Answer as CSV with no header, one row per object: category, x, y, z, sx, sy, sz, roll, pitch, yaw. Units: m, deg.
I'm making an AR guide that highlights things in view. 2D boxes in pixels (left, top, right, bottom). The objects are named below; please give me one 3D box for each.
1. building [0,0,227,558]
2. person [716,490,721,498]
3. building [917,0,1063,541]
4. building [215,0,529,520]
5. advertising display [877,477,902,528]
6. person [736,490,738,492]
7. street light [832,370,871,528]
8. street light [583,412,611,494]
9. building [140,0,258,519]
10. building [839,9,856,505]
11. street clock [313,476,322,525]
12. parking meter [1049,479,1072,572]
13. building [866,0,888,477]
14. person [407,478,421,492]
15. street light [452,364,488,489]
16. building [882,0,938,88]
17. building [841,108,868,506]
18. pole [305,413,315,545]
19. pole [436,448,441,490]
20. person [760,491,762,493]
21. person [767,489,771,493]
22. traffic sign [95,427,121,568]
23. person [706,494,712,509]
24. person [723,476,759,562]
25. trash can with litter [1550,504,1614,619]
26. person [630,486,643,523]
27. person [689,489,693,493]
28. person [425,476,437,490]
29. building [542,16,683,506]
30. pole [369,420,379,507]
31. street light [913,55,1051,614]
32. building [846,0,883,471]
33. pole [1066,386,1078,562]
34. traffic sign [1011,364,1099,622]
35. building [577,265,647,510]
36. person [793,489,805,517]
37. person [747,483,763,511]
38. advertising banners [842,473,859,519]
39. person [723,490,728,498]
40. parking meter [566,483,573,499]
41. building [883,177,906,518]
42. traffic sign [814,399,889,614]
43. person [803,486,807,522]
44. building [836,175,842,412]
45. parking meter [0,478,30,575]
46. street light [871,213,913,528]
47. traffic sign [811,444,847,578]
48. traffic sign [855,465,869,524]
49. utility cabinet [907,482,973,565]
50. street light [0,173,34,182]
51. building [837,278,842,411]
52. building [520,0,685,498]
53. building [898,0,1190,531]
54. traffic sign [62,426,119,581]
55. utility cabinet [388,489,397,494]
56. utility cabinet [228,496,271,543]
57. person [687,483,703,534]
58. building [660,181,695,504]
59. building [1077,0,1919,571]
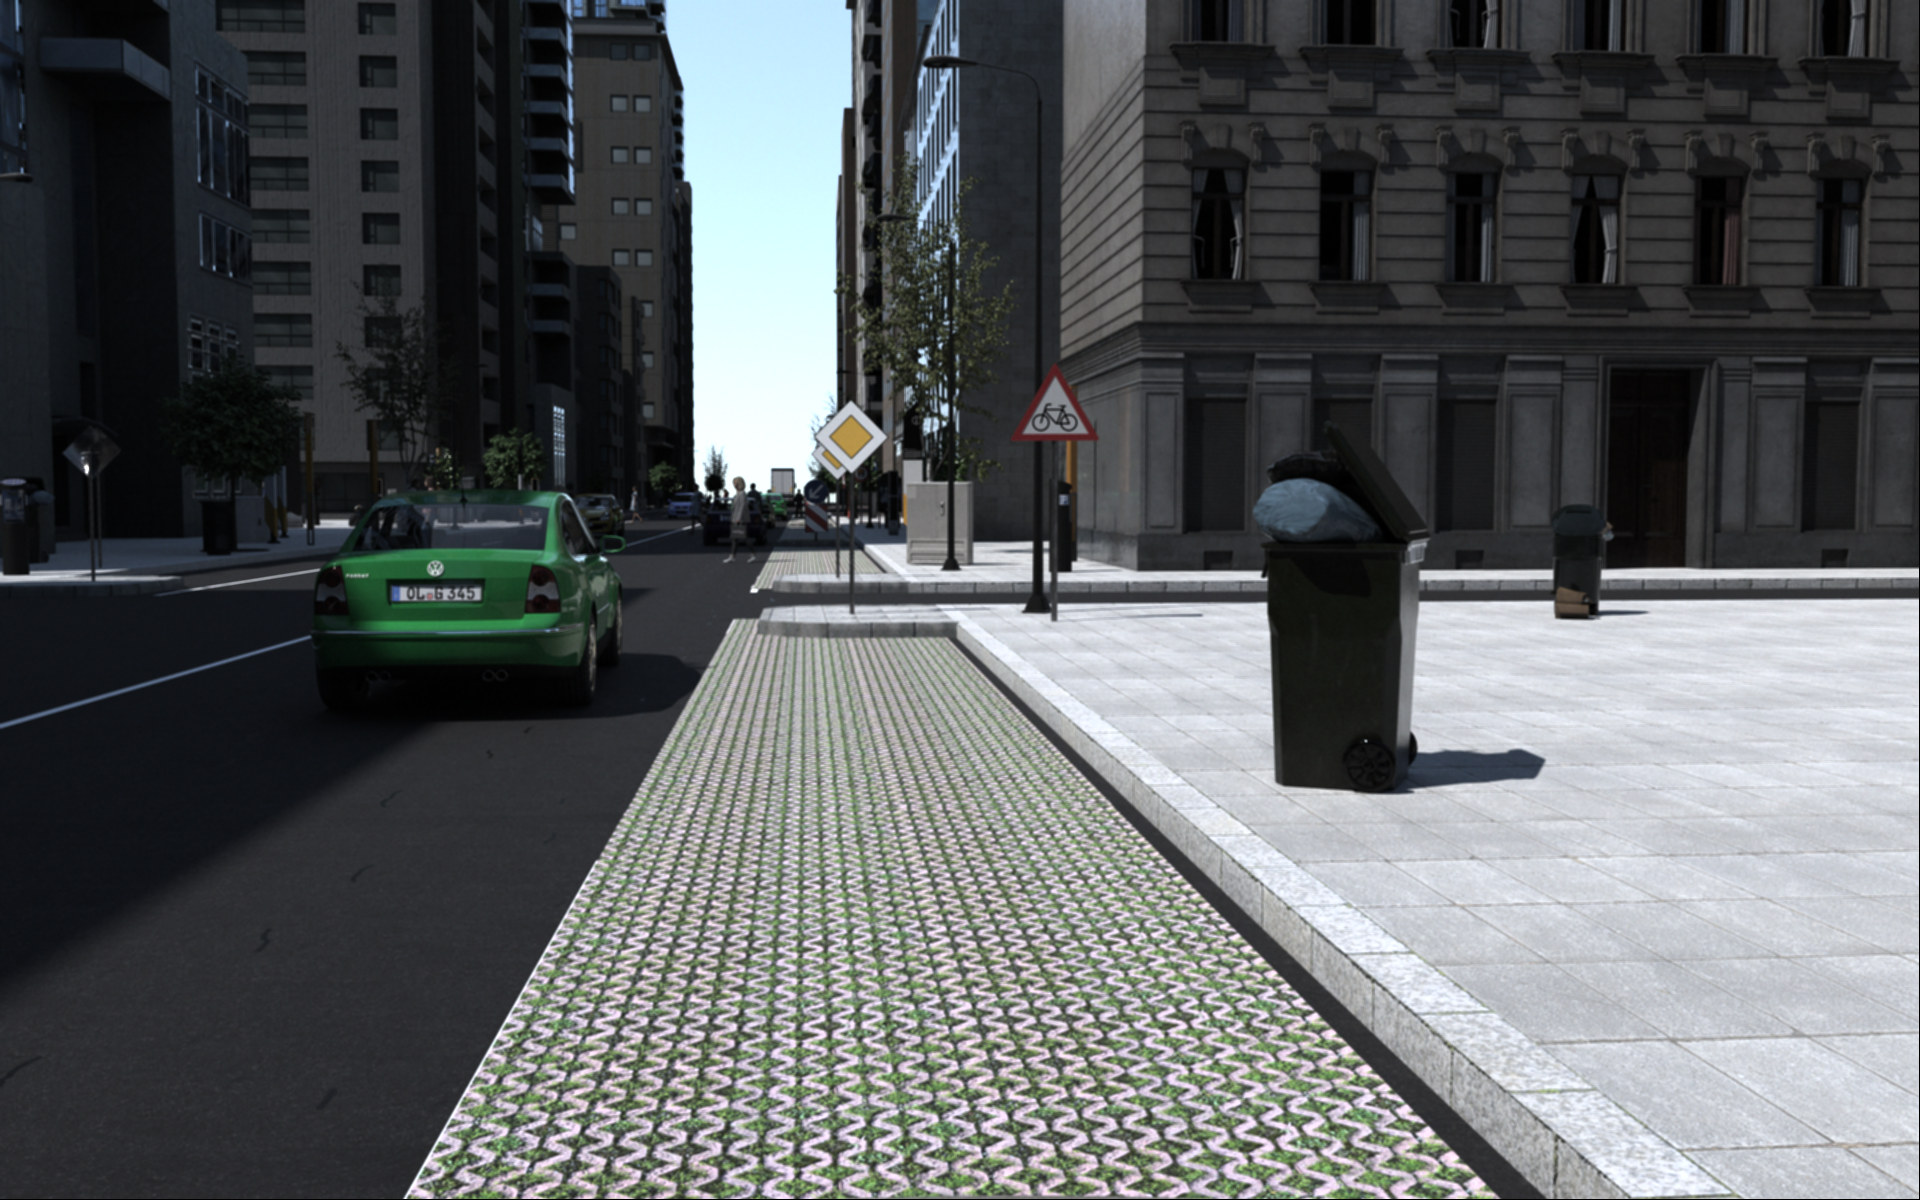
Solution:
building,-30.959,-44.393,38.501,22.319,86.520,31.000,0,4,-5
person,-17.856,-7.243,127.837,0.530,1.710,0.541,-1,4,-19
building,4.389,-12.283,55.572,10.420,20.320,16.860,0,4,-5
building,-31.114,-19.552,91.376,14.160,30.474,14.107,0,4,-5
advertising display,-2.638,-3.645,64.817,0.974,1.923,0.123,-2,4,-31
person,-12.111,-5.226,94.345,0.834,1.777,0.661,0,4,8
street light,-3.940,-5.663,65.125,1.470,5.913,1.316,0,4,-5
street light,-20.743,-7.673,97.994,1.470,5.913,1.316,0,4,-5
building,-36.282,-48.952,113.031,22.319,86.520,31.000,0,4,-5
building,-5.043,-47.469,214.362,20.563,71.187,20.611,0,4,-5
street clock,-26.329,-4.052,70.815,0.358,2.002,0.471,1,4,16
parking meter,1.652,-1.226,28.457,0.372,1.533,0.369,0,3,0
building,4.075,-29.326,134.111,22.147,44.769,28.867,0,4,-5
person,-14.339,-2.260,45.301,0.795,1.843,0.661,1,4,15
street light,-17.506,-5.457,61.760,1.470,5.913,1.316,0,4,-5
building,2.156,-28.271,112.344,14.600,45.320,14.200,0,4,-5
building,-6.395,-33.485,197.589,14.600,45.320,14.200,0,4,-5
pole,-16.302,-3.032,43.414,0.158,3.312,0.155,0,3,0
pole,-23.147,-5.086,77.001,0.158,3.312,0.155,0,3,0
person,-22.583,-11.468,196.710,1.217,1.736,0.721,0,4,1
person,-11.964,-6.133,109.570,0.721,1.735,1.217,0,4,8
traffic sign,-14.953,-1.766,30.064,0.795,2.450,0.064,0,4,-1
person,-20.804,-8.077,143.740,0.799,1.438,0.628,2,4,32
person,-4.574,-1.686,36.257,0.728,1.800,0.709,-1,4,-18
trash can with litter,6.502,-0.411,18.110,0.624,1.170,1.055,1,4,20
person,-15.718,-4.622,84.158,0.778,1.811,0.616,1,4,23
person,-16.941,-6.159,109.913,0.721,1.735,1.217,0,4,-4
person,-11.491,-1.771,37.465,0.388,1.821,0.555,-2,4,-30
building,-46.504,-37.155,196.727,28.713,52.752,27.495,0,4,-5
pole,-16.247,-3.315,48.037,0.158,3.312,0.155,0,3,0
street light,0.305,-2.814,18.550,1.470,5.913,1.316,0,4,-5
building,4.095,-35.038,162.110,28.713,52.752,27.495,0,4,-5
pole,2.119,-2.384,32.820,0.158,3.312,0.155,0,3,0
traffic sign,0.948,-1.063,17.382,0.884,2.594,0.081,0,4,0
building,-41.554,-18.319,144.557,27.650,21.520,28.899,0,4,-5
person,-10.183,-6.162,109.802,0.990,1.755,0.434,3,4,36
person,-7.202,-3.147,60.074,0.709,1.813,0.853,-3,5,-41
advertising banners,-5.722,-5.727,89.821,0.090,3.025,2.074,-2,4,-27
person,-20.796,-8.864,153.372,0.705,1.831,1.348,1,4,13
parking meter,-20.524,-5.222,91.090,0.255,1.863,0.399,1,4,15
building,1.636,-13.932,92.415,10.561,19.102,19.286,0,4,-5
traffic sign,-1.158,-0.907,18.469,0.795,2.450,0.064,0,4,-5
person,-7.856,-4.941,89.094,0.447,1.846,0.655,-3,4,-36
building,-6.960,-38.320,250.238,21.300,48.544,21.600,0,4,-5
parking meter,-14.978,-1.164,27.443,0.372,1.533,0.369,0,3,0
street light,-0.689,-3.447,28.892,1.470,5.913,1.316,0,4,-5
traffic sign,-1.869,-1.393,26.423,0.795,2.450,0.064,0,4,-5
traffic sign,-4.249,-4.547,74.448,0.768,2.556,0.104,0,4,-2
utility cabinet,-0.367,-1.384,31.308,1.173,1.500,0.318,1,4,19
street light,-14.106,-3.219,25.170,1.470,5.913,1.316,0,4,-5
building,-9.468,-28.194,232.674,14.160,30.474,14.107,0,4,-5
building,-48.236,-56.737,240.321,22.319,86.520,31.000,0,4,-5
building,2.762,-13.730,73.642,9.793,20.994,18.267,0,4,-5
traffic sign,-12.772,-1.335,25.471,0.795,2.450,0.064,0,4,-5
utility cabinet,-25.063,-4.144,76.435,0.318,1.500,1.173,-1,4,-22
utility cabinet,-18.656,-2.101,45.519,0.306,1.237,1.020,3,4,37
person,-9.452,-3.280,62.220,0.778,1.811,0.616,-2,4,-29
building,-41.317,-32.784,219.612,14.154,41.232,14.086,0,4,-5
building,11.405,-11.276,33.515,18.267,20.994,9.793,0,4,-5
